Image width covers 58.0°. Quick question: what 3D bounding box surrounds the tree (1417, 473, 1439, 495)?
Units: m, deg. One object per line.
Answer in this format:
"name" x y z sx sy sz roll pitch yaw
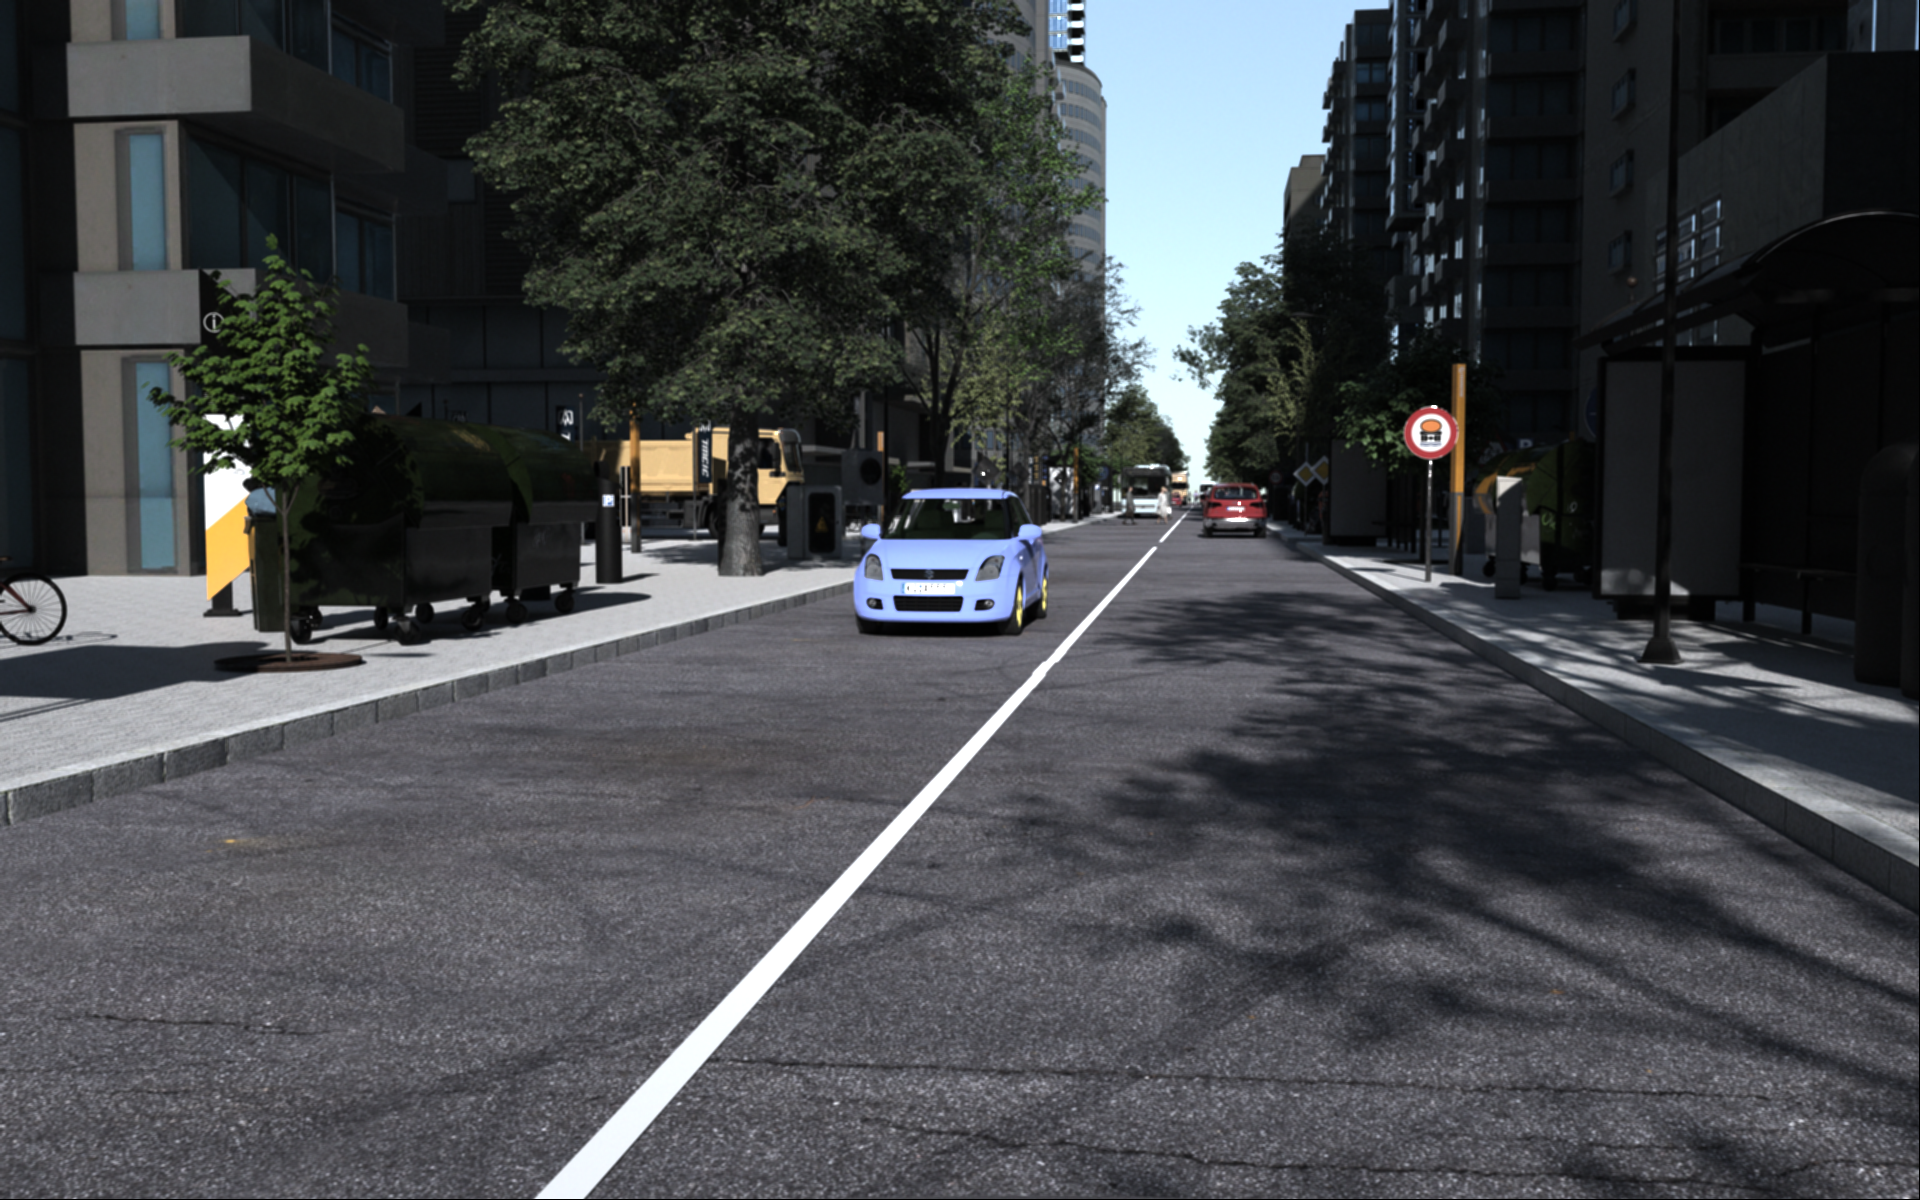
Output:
"tree" 18.858 -4.641 70.483 1.663 3.219 1.824 0 3 0

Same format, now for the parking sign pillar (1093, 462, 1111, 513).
"parking sign pillar" 9.851 -8.025 119.684 1.447 3.967 1.447 2 4 26

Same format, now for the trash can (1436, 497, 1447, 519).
"trash can" 25.292 -4.834 90.693 0.748 1.137 0.748 0 3 0

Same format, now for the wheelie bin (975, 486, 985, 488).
"wheelie bin" 0.924 -3.647 67.530 0.980 1.594 0.693 1 4 8

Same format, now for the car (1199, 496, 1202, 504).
"car" 34.337 -14.202 241.238 2.155 1.783 4.494 0 4 6

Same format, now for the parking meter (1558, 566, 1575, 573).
"parking meter" 9.898 -1.212 28.220 0.372 1.533 0.369 0 3 0

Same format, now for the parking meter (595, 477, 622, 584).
"parking meter" -5.045 -1.006 24.862 0.372 1.533 0.369 0 3 0

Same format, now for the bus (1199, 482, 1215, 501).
"bus" 38.446 -16.709 268.058 2.948 3.499 13.247 1 4 9

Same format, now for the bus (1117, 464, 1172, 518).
"bus" 11.346 -6.721 104.751 2.948 3.499 13.247 1 4 9

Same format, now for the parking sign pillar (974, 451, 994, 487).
"parking sign pillar" 1.485 -7.247 106.962 1.447 3.967 1.447 3 5 43

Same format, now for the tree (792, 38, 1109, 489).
"tree" -0.460 -6.999 40.185 9.928 11.665 9.643 0 3 0

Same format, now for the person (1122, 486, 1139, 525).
"person" 7.920 -4.396 80.479 0.767 1.812 0.694 1 4 9

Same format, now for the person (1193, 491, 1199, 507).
"person" 26.844 -11.541 197.069 0.709 1.838 0.599 0 4 6

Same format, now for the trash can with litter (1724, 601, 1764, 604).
"trash can with litter" 9.843 -0.559 20.201 1.678 1.210 2.233 -3 5 -42

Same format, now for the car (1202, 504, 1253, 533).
"car" 10.206 -3.292 65.822 2.014 1.417 4.499 0 4 6

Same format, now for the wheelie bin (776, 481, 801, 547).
"wheelie bin" -4.055 -2.112 42.438 0.693 1.594 0.980 1 4 22

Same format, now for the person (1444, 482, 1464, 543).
"person" 13.290 -2.303 46.488 0.599 1.781 0.374 1 4 17

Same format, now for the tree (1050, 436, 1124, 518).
"tree" 6.347 -6.807 95.003 4.285 4.588 4.351 0 3 0

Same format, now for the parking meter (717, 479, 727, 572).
"parking meter" -3.790 -1.225 28.441 0.372 1.533 0.369 0 3 0

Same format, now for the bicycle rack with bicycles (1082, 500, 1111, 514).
"bicycle rack with bicycles" 8.603 -6.188 114.549 2.925 0.926 2.852 -1 4 -19

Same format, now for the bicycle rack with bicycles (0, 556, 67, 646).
"bicycle rack with bicycles" -9.080 -0.016 13.638 2.925 0.926 2.852 0 4 4

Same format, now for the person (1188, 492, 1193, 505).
"person" 30.135 -13.361 227.745 1.217 1.735 0.721 -1 4 -20

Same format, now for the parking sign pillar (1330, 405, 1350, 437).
"parking sign pillar" 11.806 -3.892 52.102 1.447 3.967 1.447 0 4 6

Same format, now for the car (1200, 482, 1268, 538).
"car" 9.132 -2.999 57.709 2.281 1.827 5.304 0 4 8

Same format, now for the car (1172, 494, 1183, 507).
"car" 23.561 -11.130 191.020 2.155 1.783 4.494 0 4 7

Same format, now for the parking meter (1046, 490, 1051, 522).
"parking meter" 3.930 -4.294 78.625 0.372 1.533 0.369 0 3 0

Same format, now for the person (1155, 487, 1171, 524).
"person" 9.699 -4.520 82.750 0.694 1.780 0.624 -1 4 -20

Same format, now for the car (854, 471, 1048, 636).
"car" -0.034 -0.560 18.754 1.945 1.707 3.694 1 4 9

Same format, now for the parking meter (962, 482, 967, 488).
"parking meter" 0.218 -4.926 86.255 0.255 1.863 0.399 0 4 1

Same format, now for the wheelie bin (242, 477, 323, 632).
"wheelie bin" -6.371 -0.513 16.293 0.693 1.594 0.980 -2 4 -29

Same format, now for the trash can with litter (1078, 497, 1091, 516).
"trash can with litter" 7.108 -5.511 101.496 1.055 1.170 0.624 -1 4 -21

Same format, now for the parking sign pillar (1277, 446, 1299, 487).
"parking sign pillar" 18.090 -6.533 95.293 1.447 3.967 1.447 1 4 9

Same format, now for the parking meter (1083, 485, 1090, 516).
"parking meter" 7.332 -5.797 100.489 0.399 1.863 0.255 2 4 29

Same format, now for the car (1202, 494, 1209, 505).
"car" 27.142 -10.907 187.363 2.155 1.783 4.494 0 4 7

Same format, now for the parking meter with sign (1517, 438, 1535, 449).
"parking meter with sign" 18.198 -3.578 54.753 0.543 3.016 1.738 3 5 40

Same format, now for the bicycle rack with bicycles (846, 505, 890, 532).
"bicycle rack with bicycles" -3.539 -2.771 58.685 2.925 0.926 2.852 1 4 22

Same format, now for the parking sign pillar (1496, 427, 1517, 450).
"parking sign pillar" 20.133 -4.627 64.128 1.447 3.967 1.447 -3 5 -41

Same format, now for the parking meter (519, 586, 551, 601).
"parking meter" -5.145 -0.764 20.910 0.372 1.533 0.369 0 3 0

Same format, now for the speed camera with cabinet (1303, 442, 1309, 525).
"speed camera with cabinet" 13.732 -4.365 65.697 0.660 3.252 2.038 -2 4 -27

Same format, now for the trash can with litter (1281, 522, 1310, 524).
"trash can with litter" 15.057 -3.894 74.717 1.678 1.210 2.233 -3 4 -36

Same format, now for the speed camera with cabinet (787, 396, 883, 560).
"speed camera with cabinet" -2.476 -2.456 34.493 2.038 3.252 0.660 -3 5 -42

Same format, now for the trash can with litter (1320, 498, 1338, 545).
"trash can with litter" 9.569 -1.960 43.427 1.055 1.170 0.624 0 4 7

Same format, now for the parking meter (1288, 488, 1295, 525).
"parking meter" 13.925 -3.915 72.420 0.372 1.533 0.369 0 3 0

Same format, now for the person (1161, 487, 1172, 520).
"person" 11.463 -5.370 96.401 0.767 1.812 0.694 0 4 5

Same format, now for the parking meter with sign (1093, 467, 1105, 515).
"parking meter with sign" 8.678 -6.899 109.058 0.543 3.016 1.738 1 4 15

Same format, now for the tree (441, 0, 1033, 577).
"tree" -3.476 -7.357 26.942 9.857 13.997 8.962 0 3 0

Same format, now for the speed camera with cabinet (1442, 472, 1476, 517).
"speed camera with cabinet" 27.397 -6.168 95.185 2.038 3.252 0.660 2 4 25

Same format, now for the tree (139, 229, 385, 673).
"tree" -5.141 -1.113 12.795 1.663 3.219 1.824 0 3 0

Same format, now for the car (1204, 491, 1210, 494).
"car" 28.571 -11.530 197.181 2.281 1.827 5.304 1 4 8

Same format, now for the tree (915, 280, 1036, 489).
"tree" 0.834 -6.623 58.652 4.737 8.622 4.395 0 3 0
